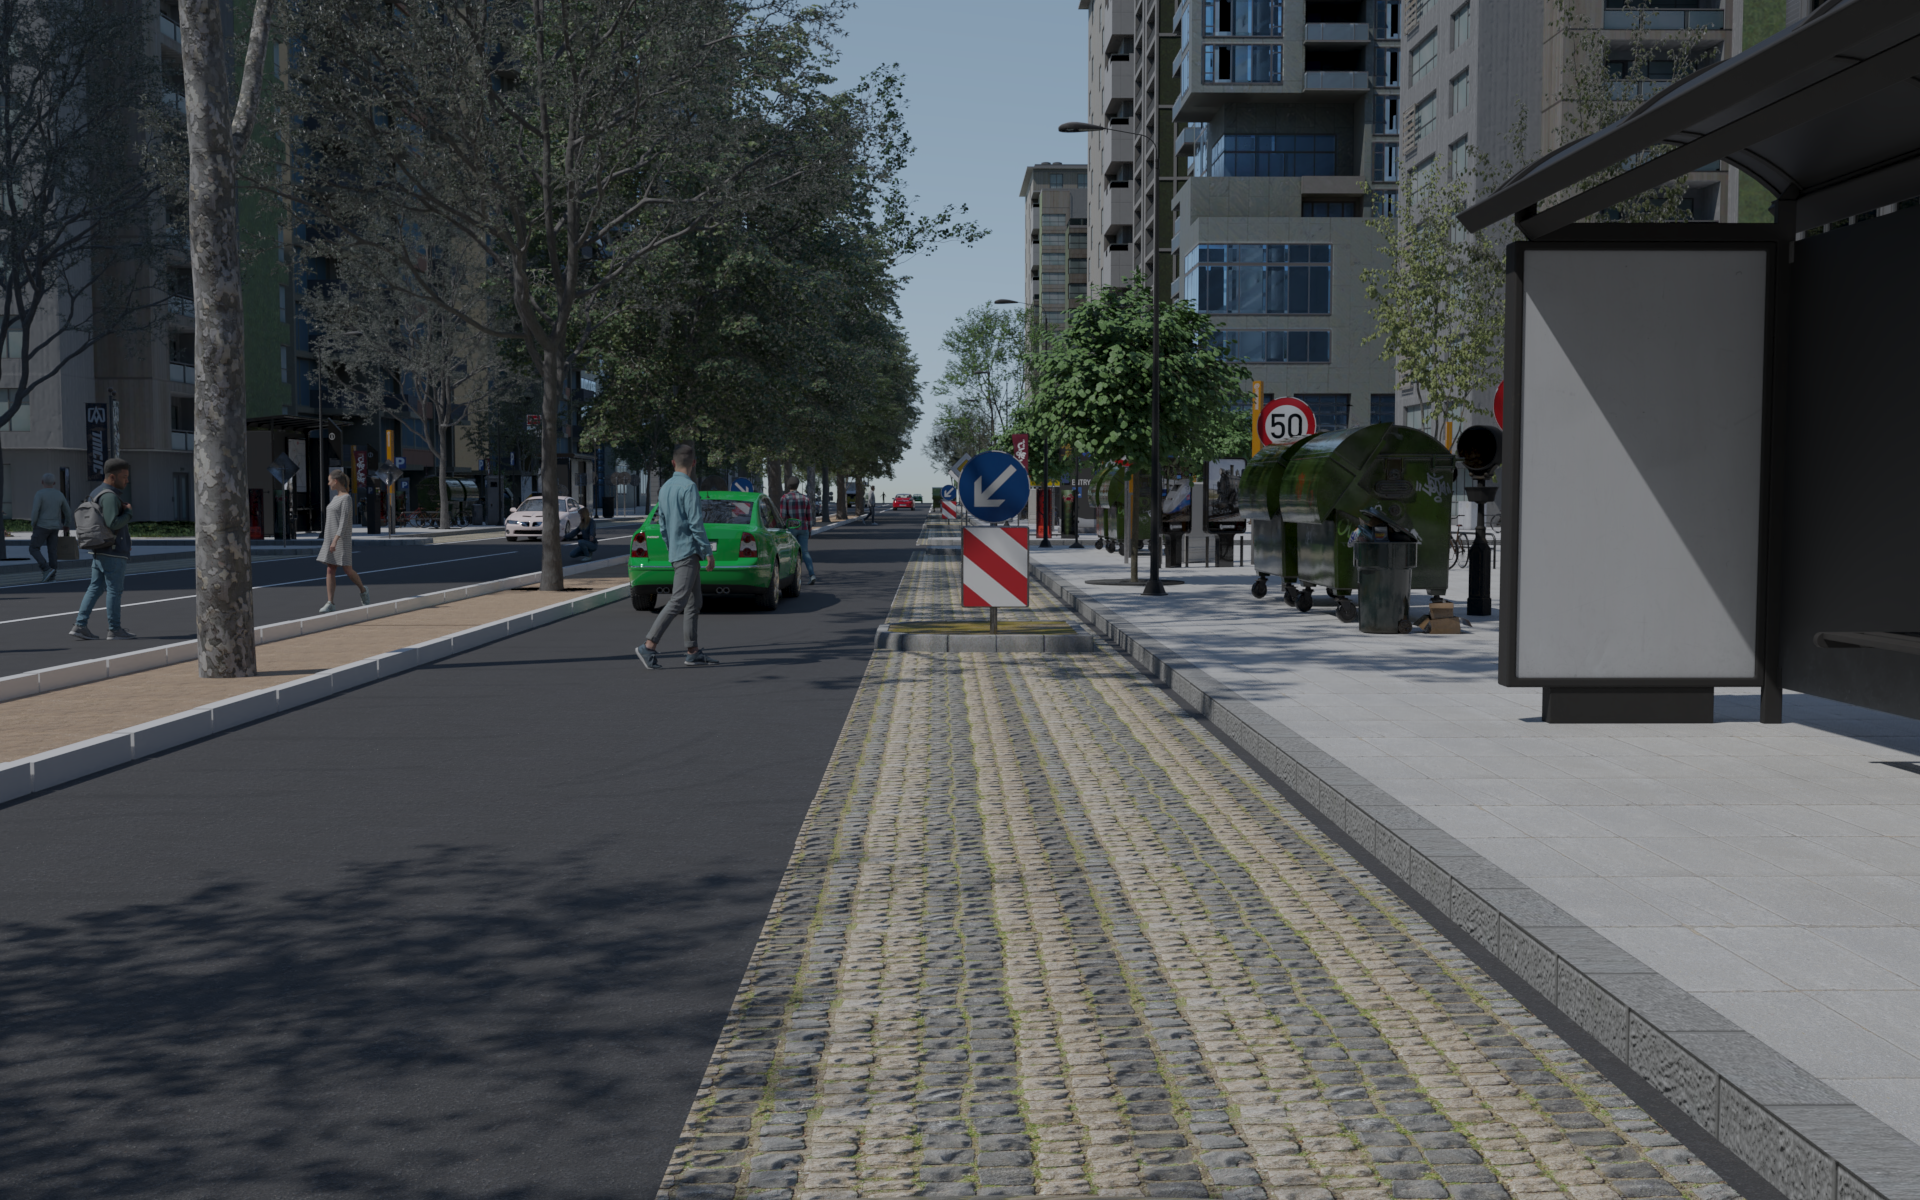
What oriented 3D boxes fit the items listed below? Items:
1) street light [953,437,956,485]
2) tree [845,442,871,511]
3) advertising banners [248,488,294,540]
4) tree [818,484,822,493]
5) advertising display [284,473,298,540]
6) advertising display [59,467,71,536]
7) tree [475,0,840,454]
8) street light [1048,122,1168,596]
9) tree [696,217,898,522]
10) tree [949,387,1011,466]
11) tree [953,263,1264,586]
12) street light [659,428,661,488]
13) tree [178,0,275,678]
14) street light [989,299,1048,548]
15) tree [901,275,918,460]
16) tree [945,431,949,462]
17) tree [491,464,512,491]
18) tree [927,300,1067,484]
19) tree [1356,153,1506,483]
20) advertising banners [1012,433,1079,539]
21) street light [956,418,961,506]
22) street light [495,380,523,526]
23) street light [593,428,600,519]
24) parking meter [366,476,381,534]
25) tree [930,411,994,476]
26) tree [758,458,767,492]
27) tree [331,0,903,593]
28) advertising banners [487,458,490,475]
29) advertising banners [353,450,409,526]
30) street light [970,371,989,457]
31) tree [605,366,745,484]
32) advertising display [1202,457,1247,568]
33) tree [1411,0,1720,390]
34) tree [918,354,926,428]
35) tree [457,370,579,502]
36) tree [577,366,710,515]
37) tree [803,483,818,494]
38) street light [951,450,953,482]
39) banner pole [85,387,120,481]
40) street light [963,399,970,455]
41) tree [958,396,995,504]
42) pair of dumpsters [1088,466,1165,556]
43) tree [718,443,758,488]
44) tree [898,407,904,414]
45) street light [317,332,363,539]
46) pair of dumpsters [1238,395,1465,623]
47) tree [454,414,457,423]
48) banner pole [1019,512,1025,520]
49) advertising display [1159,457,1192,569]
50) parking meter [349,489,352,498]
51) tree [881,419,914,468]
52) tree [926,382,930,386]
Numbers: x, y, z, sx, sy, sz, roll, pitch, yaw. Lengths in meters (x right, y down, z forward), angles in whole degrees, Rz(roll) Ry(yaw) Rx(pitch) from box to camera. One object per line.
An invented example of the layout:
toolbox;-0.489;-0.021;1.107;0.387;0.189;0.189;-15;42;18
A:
street light;0.450;-9.260;123.940;1.470;5.913;1.316;0;4;-1
tree;-6.860;-9.241;103.907;4.360;8.622;3.978;0;3;0
advertising banners;-19.652;-3.188;48.306;2.074;3.025;0.090;0;4;1
tree;-22.573;-16.998;272.519;1.663;3.219;1.824;0;3;0
advertising display;-18.957;-2.681;49.054;0.123;1.923;0.974;-2;4;-35
advertising display;-21.195;-2.192;41.047;0.123;1.923;0.974;-1;4;-22
tree;-5.952;-7.859;37.615;9.857;13.997;8.962;0;3;0
street light;1.925;-3.012;21.792;1.470;5.913;1.316;0;4;-1
tree;-6.408;-8.842;65.147;7.486;12.596;7.792;0;3;0
tree;1.875;-10.215;117.378;4.360;8.622;3.978;0;3;0
tree;2.541;-2.504;24.655;4.285;4.588;4.351;0;3;0
street light;-18.578;-8.433;110.425;1.470;5.913;1.316;0;4;-1
tree;-4.512;-9.405;12.119;12.611;20.169;13.585;0;3;0
street light;1.512;-4.211;41.391;1.470;5.913;1.316;0;4;-1
tree;-6.007;-9.006;56.354;9.857;13.997;8.962;0;3;0
tree;0.904;-12.551;155.578;4.360;8.622;3.978;0;3;0
tree;-29.270;-7.065;110.118;1.663;3.219;1.824;0;3;0
tree;2.219;-10.142;91.581;9.928;11.665;9.643;0;3;0
tree;10.398;-5.335;37.597;4.737;8.622;4.395;0;3;0
advertising banners;2.442;-3.275;49.738;2.074;3.025;0.090;2;4;24
street light;0.643;-8.067;104.431;1.470;5.913;1.316;0;4;-1
street light;-17.990;-5.938;69.633;1.470;5.913;1.316;0;4;-1
street light;-18.384;-7.182;89.963;1.470;5.913;1.316;0;4;-1
parking meter;-18.736;-3.036;55.352;0.399;1.863;0.255;1;4;23
tree;1.131;-15.573;189.032;7.601;10.594;8.767;3;5;42
tree;-20.618;-13.443;170.149;4.737;8.622;4.395;0;3;0
tree;-6.063;-6.881;25.325;12.009;13.543;11.850;0;3;0
advertising banners;-22.812;-5.409;84.625;0.090;3.025;2.074;0;4;1
advertising banners;-23.329;-4.501;69.774;2.074;3.025;0.090;-1;4;-14
street light;1.228;-5.680;65.416;1.470;5.913;1.316;0;4;-1
tree;-19.413;-12.278;117.747;9.611;12.733;9.660;0;3;0
advertising display;4.638;-1.536;30.333;0.974;1.923;0.123;-3;4;-37
tree;9.049;-4.585;25.323;4.360;8.622;3.978;0;3;0
tree;-6.568;-11.431;96.003;9.857;13.997;8.962;0;3;0
tree;-19.666;-7.847;78.662;4.360;8.622;3.978;0;3;0
tree;-19.061;-10.437;105.063;8.767;10.594;7.601;-1;4;-8
tree;-21.554;-15.283;244.479;1.663;3.219;1.824;0;3;0
street light;0.252;-10.293;140.825;1.470;5.913;1.316;0;4;-1
banner pole;-20.683;-3.175;41.922;0.863;3.779;0.401;-2;4;-27
street light;1.004;-6.874;84.925;1.470;5.913;1.316;0;4;-1
tree;0.137;-18.756;217.035;12.009;13.543;11.850;0;3;0
pair of dumpsters;3.764;-2.160;37.808;1.574;2.255;4.437;0;4;-1
tree;-21.144;-12.428;153.567;4.737;8.622;4.395;0;3;0
tree;-6.717;-10.196;87.288;7.486;12.596;7.792;0;3;0
street light;-17.758;-4.715;49.634;1.470;5.913;1.316;0;4;-1
pair of dumpsters;4.232;-1.021;19.183;1.574;2.255;4.437;0;4;-1
tree;-28.513;-9.452;104.903;4.360;8.622;3.978;0;3;0
banner pole;2.814;-5.880;86.147;0.863;3.779;0.401;2;4;30
advertising display;3.718;-1.522;30.106;0.123;1.923;0.974;3;5;41
parking meter;-26.516;-4.110;75.615;0.372;1.533;0.369;0;3;0
tree;-7.127;-11.213;120.198;8.767;10.594;7.601;0;4;-1
tree;-6.421;-12.345;110.946;9.857;13.997;8.962;0;3;0
